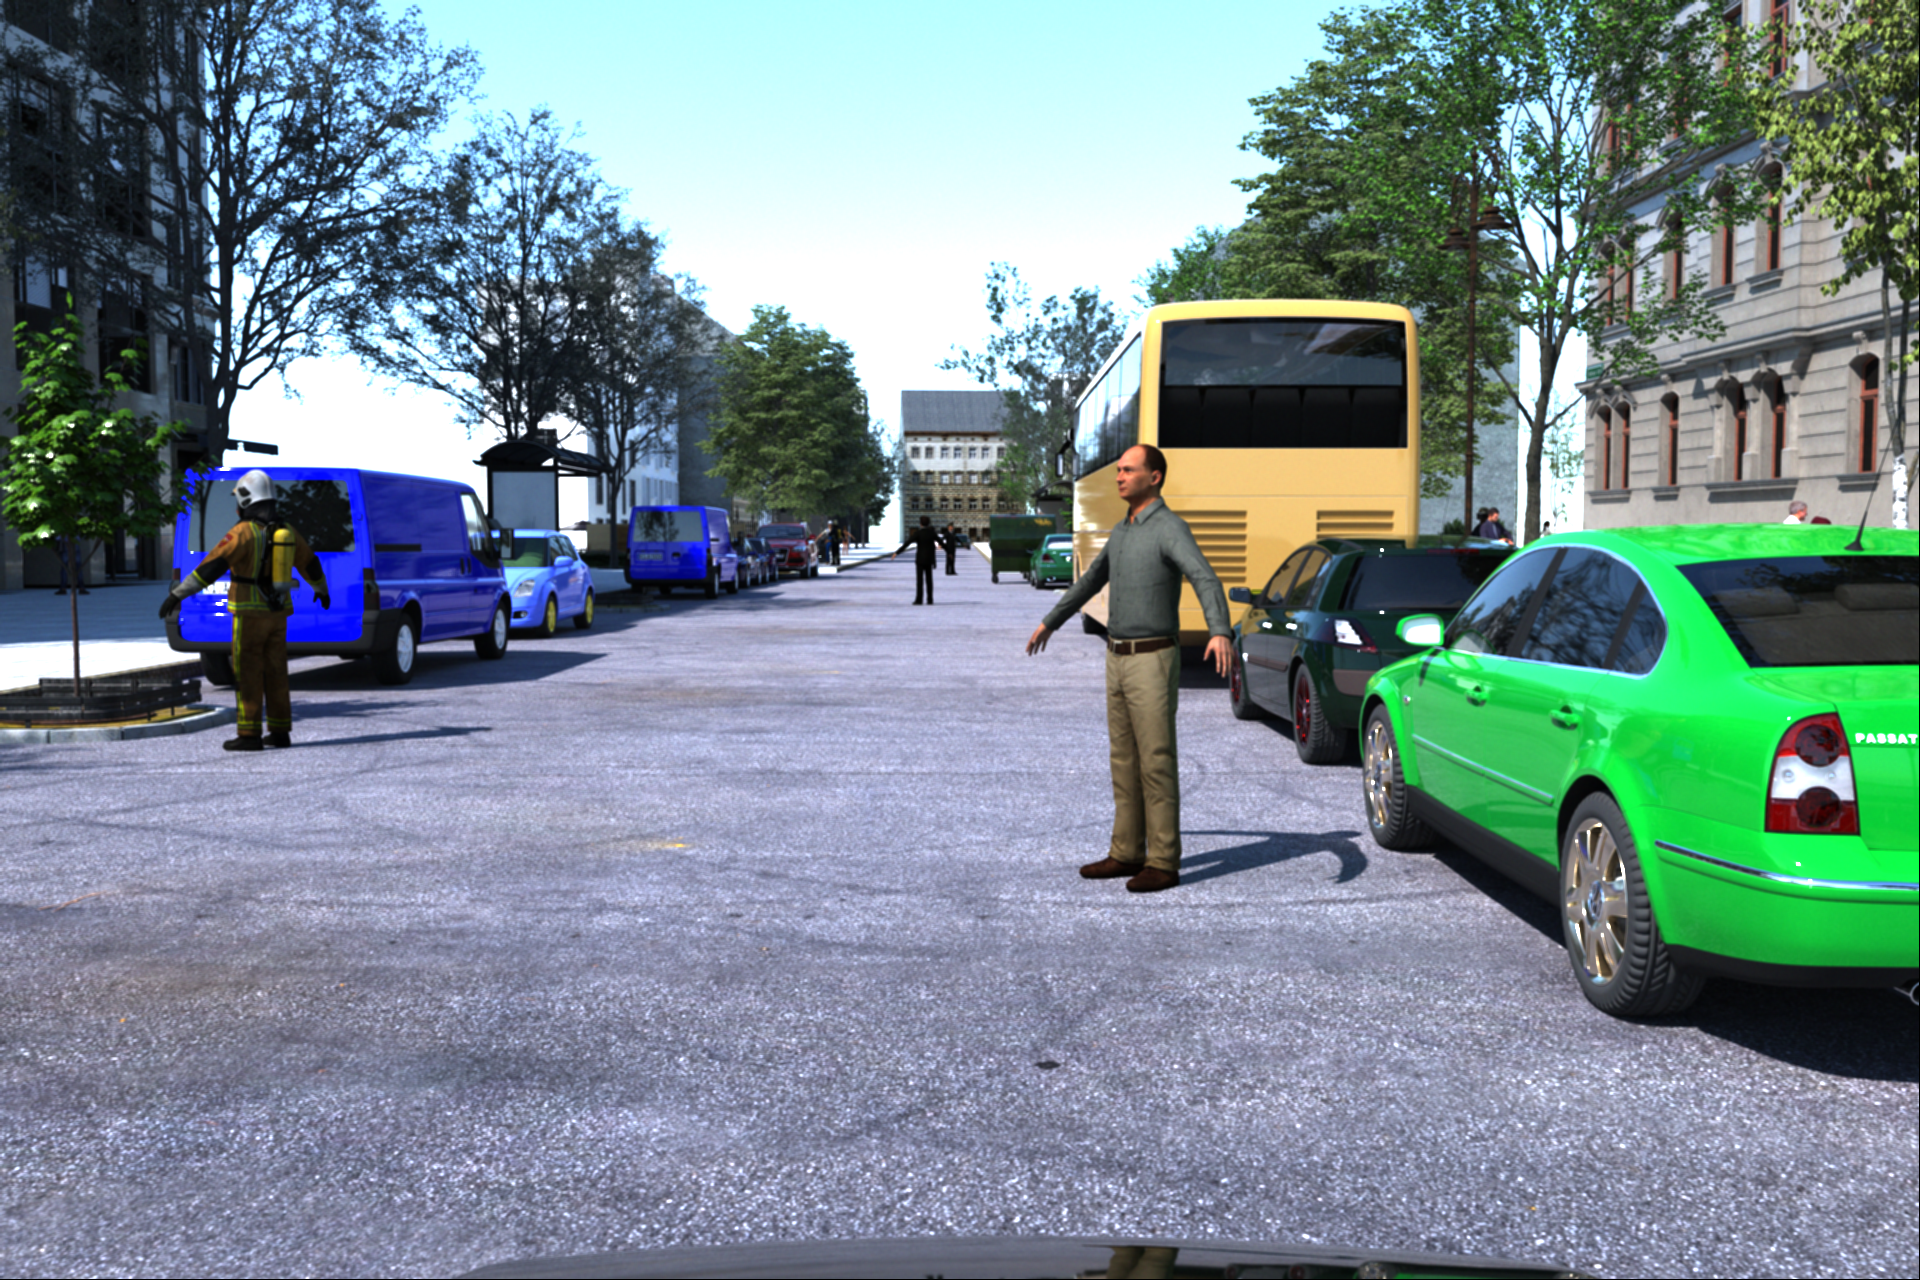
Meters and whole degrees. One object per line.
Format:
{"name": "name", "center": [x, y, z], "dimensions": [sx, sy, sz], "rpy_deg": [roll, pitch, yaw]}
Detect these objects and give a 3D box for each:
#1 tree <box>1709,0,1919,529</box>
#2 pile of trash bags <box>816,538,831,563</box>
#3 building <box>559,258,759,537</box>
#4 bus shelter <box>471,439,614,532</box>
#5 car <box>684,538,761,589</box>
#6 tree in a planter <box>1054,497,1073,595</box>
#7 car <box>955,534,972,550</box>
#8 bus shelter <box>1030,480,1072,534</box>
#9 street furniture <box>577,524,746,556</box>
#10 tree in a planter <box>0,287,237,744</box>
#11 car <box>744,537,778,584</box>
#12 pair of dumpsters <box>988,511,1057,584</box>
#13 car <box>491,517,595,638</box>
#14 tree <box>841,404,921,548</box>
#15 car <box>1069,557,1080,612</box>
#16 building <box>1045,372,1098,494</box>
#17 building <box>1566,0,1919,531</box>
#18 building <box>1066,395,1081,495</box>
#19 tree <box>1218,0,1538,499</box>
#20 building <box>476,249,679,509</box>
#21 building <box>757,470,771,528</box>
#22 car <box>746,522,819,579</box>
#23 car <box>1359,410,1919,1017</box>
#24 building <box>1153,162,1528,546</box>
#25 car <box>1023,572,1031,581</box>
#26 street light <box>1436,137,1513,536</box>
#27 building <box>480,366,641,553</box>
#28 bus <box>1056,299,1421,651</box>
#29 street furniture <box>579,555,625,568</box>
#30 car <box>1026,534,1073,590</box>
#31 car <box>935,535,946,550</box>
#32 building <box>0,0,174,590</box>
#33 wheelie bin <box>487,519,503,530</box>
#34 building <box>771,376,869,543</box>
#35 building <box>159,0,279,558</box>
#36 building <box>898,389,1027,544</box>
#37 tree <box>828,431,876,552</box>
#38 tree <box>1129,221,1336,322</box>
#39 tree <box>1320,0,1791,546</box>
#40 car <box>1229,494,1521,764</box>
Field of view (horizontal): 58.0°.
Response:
{"name": "tree", "center": [9.194, -4.035, 16.327], "dimensions": [4.737, 8.622, 4.395], "rpy_deg": [0, 3, 0]}
{"name": "pile of trash bags", "center": [-6.662, -4.050, 75.977], "dimensions": [1.912, 1.369, 3.447], "rpy_deg": [0, 4, 2]}
{"name": "building", "center": [-26.766, -18.987, 141.366], "dimensions": [19.493, 23.208, 18.063], "rpy_deg": [0, 4, 0]}
{"name": "bus shelter", "center": [-9.477, -2.811, 39.886], "dimensions": [2.014, 3.302, 5.546], "rpy_deg": [0, 4, -1]}
{"name": "car", "center": [-6.409, -2.093, 46.808], "dimensions": [1.945, 1.354, 3.894], "rpy_deg": [0, 4, 0]}
{"name": "tree in a planter", "center": [3.259, -2.703, 41.409], "dimensions": [1.991, 3.239, 1.994], "rpy_deg": [0, 4, 1]}
{"name": "car", "center": [0.077, -9.072, 158.120], "dimensions": [2.009, 1.686, 4.222], "rpy_deg": [0, 4, -1]}
{"name": "bus shelter", "center": [3.922, -4.512, 67.687], "dimensions": [2.014, 3.302, 5.546], "rpy_deg": [0, 4, -1]}
{"name": "street furniture", "center": [-13.100, -4.115, 74.128], "dimensions": [11.010, 1.723, 9.812], "rpy_deg": [3, 5, 42]}
{"name": "tree in a planter", "center": [-6.539, -0.949, 12.734], "dimensions": [1.991, 3.239, 1.994], "rpy_deg": [0, 4, 1]}
{"name": "car", "center": [-6.358, -2.339, 50.816], "dimensions": [1.945, 1.354, 3.894], "rpy_deg": [0, 3, 0]}
{"name": "pair of dumpsters", "center": [3.037, -2.779, 50.388], "dimensions": [4.436, 2.255, 1.574], "rpy_deg": [0, 4, 0]}
{"name": "car", "center": [-6.453, -0.942, 24.997], "dimensions": [1.945, 1.707, 3.694], "rpy_deg": [0, 4, 0]}
{"name": "tree", "center": [-9.162, -15.486, 163.560], "dimensions": [12.009, 13.543, 11.850], "rpy_deg": [0, 3, 0]}
{"name": "car", "center": [2.946, -1.118, 30.280], "dimensions": [2.014, 1.417, 4.499], "rpy_deg": [0, 4, 0]}
{"name": "building", "center": [25.390, -23.929, 235.208], "dimensions": [27.936, 21.610, 32.646], "rpy_deg": [0, 3, 0]}
{"name": "building", "center": [24.777, -15.454, 40.061], "dimensions": [14.401, 28.519, 23.554], "rpy_deg": [0, 4, 0]}
{"name": "building", "center": [22.451, -22.984, 206.715], "dimensions": [19.493, 23.208, 18.063], "rpy_deg": [0, 4, 0]}
{"name": "tree", "center": [8.863, -7.339, 38.121], "dimensions": [7.486, 12.596, 7.792], "rpy_deg": [0, 3, 0]}
{"name": "building", "center": [-25.896, -15.881, 116.076], "dimensions": [16.016, 20.090, 11.380], "rpy_deg": [0, 4, -1]}
{"name": "building", "center": [-26.181, -15.759, 199.814], "dimensions": [9.099, 9.664, 28.070], "rpy_deg": [0, 4, 0]}
{"name": "car", "center": [-5.775, -2.932, 56.615], "dimensions": [2.281, 1.827, 5.304], "rpy_deg": [0, 4, 0]}
{"name": "car", "center": [2.778, 0.140, 6.514], "dimensions": [1.959, 1.807, 4.718], "rpy_deg": [0, 4, 0]}
{"name": "building", "center": [22.379, -16.866, 106.680], "dimensions": [19.493, 23.208, 18.063], "rpy_deg": [0, 4, 0]}
{"name": "car", "center": [2.938, -2.586, 54.080], "dimensions": [2.131, 1.459, 4.920], "rpy_deg": [0, 4, 0]}
{"name": "street light", "center": [6.111, -2.932, 20.726], "dimensions": [0.468, 5.910, 1.993], "rpy_deg": [0, 4, 0]}
{"name": "building", "center": [-22.769, -9.640, 99.762], "dimensions": [9.099, 9.664, 28.070], "rpy_deg": [0, 4, 1]}
{"name": "bus", "center": [2.931, -1.840, 21.631], "dimensions": [2.896, 3.916, 12.252], "rpy_deg": [0, 4, 0]}
{"name": "street furniture", "center": [-12.968, -3.142, 67.001], "dimensions": [10.072, 0.657, 5.734], "rpy_deg": [0, 4, -3]}
{"name": "car", "center": [2.854, -2.102, 46.164], "dimensions": [2.131, 1.459, 4.920], "rpy_deg": [0, 3, 0]}
{"name": "car", "center": [-1.818, -7.720, 138.588], "dimensions": [2.083, 1.381, 4.827], "rpy_deg": [0, 4, 0]}
{"name": "building", "center": [-29.835, -13.696, 27.128], "dimensions": [19.350, 26.588, 34.151], "rpy_deg": [0, 4, -1]}
{"name": "wheelie bin", "center": [-9.661, -1.705, 35.789], "dimensions": [0.693, 1.594, 0.980], "rpy_deg": [0, 4, 1]}
{"name": "building", "center": [-27.190, -24.040, 237.034], "dimensions": [27.936, 21.610, 32.646], "rpy_deg": [0, 3, 0]}
{"name": "building", "center": [-30.501, -18.780, 53.165], "dimensions": [12.429, 33.558, 17.177], "rpy_deg": [0, 4, 0]}
{"name": "building", "center": [0.076, -26.238, 262.382], "dimensions": [18.063, 23.208, 19.493], "rpy_deg": [0, 4, -4]}
{"name": "tree", "center": [-9.624, -11.644, 124.797], "dimensions": [7.601, 10.594, 8.767], "rpy_deg": [0, 4, -7]}
{"name": "tree", "center": [8.865, -8.070, 57.697], "dimensions": [9.928, 11.665, 9.643], "rpy_deg": [0, 3, 0]}
{"name": "tree", "center": [9.501, -6.262, 28.137], "dimensions": [9.928, 11.665, 9.643], "rpy_deg": [0, 3, 0]}
{"name": "car", "center": [2.977, -0.146, 12.181], "dimensions": [2.009, 1.686, 4.222], "rpy_deg": [0, 3, 0]}
